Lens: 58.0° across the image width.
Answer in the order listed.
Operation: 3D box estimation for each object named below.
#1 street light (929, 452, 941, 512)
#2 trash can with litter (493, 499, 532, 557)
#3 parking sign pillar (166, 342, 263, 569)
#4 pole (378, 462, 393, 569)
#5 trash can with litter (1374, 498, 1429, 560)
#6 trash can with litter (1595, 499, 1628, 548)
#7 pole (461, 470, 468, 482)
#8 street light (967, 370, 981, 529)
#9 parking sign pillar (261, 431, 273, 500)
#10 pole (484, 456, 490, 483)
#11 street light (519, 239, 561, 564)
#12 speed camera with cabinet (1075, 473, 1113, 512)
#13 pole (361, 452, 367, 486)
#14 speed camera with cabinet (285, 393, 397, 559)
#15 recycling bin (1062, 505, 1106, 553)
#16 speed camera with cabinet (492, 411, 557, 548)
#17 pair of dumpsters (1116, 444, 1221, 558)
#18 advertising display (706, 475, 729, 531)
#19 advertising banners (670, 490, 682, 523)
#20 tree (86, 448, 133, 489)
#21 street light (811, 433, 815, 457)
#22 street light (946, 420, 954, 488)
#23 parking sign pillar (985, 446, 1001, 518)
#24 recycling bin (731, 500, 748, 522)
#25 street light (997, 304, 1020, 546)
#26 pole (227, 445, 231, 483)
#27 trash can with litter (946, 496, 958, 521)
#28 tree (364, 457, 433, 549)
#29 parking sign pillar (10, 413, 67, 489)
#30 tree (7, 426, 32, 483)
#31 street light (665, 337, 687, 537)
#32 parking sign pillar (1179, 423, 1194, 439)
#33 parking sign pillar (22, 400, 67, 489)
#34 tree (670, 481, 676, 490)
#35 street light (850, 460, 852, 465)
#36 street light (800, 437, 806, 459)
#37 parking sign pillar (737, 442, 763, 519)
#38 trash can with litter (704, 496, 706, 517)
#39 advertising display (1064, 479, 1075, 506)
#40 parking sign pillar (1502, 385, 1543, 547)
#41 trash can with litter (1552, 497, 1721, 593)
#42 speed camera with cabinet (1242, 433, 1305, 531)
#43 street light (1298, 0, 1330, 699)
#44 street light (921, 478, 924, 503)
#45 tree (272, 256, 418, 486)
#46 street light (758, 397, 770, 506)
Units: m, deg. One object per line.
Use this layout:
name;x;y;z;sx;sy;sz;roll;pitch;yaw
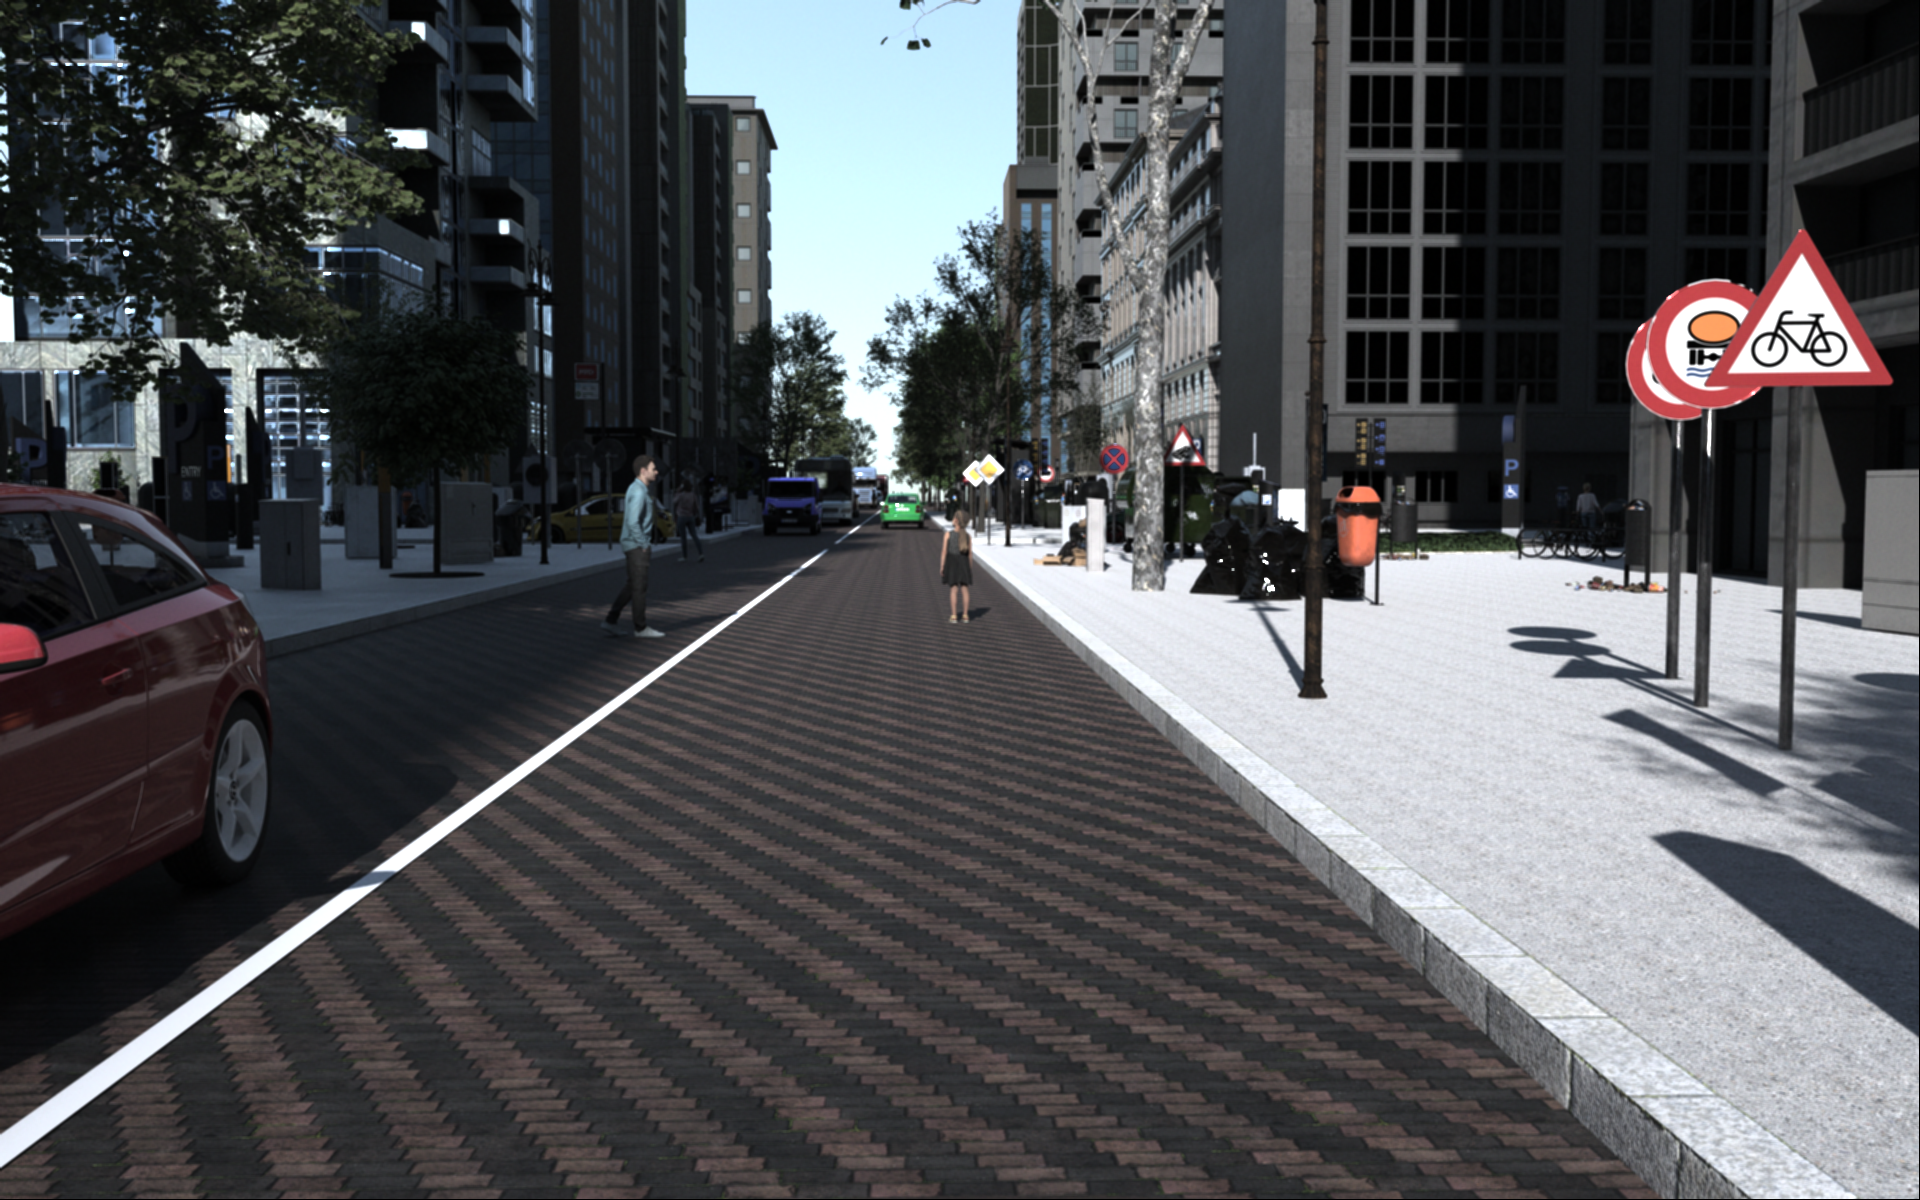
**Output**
street light;-2.004;-10.134;138.485;0.468;5.910;1.993;0;4;-2
trash can with litter;-9.308;-1.472;35.449;0.624;1.170;1.055;1;4;22
parking sign pillar;-13.356;-2.560;30.326;1.447;3.967;1.447;3;5;39
pole;-9.877;-2.193;29.704;0.158;3.312;0.155;0;3;0
trash can with litter;8.357;-1.417;34.224;2.233;1.210;1.678;0;4;-2
trash can with litter;15.629;-1.839;41.458;0.624;1.170;1.055;3;5;45
pole;-15.050;-3.594;52.607;0.158;3.312;0.155;0;3;0
street light;0.503;-5.496;62.643;0.468;5.910;1.993;0;4;-2
parking sign pillar;-21.895;-4.017;54.150;1.447;3.967;1.447;0;4;-7
pole;-13.721;-3.452;50.281;0.158;3.312;0.155;0;3;0
street light;-7.635;-3.599;31.631;0.468;5.910;1.993;0;4;-2
speed camera with cabinet;6.025;-5.123;78.102;2.038;3.252;0.660;3;5;41
pole;-21.720;-4.239;63.148;0.158;3.312;0.155;0;3;0
speed camera with cabinet;-12.242;-2.444;34.290;2.038;3.252;0.660;-1;4;-18
recycling bin;2.722;-1.555;37.975;0.722;1.027;0.722;-3;5;-40
speed camera with cabinet;-10.648;-2.860;41.089;2.038;3.252;0.660;0;4;1
pair of dumpsters;4.256;-2.028;35.658;1.574;2.255;4.437;0;4;-2
advertising display;-8.401;-3.345;59.911;0.123;1.923;0.974;3;4;38
advertising banners;-11.308;-4.470;69.275;2.074;3.025;0.090;2;4;35
tree;-34.537;-4.652;70.667;1.663;3.219;1.824;0;3;0
street light;-10.808;-9.475;127.697;0.468;5.910;1.993;0;4;-2
street light;-0.554;-7.438;94.403;0.468;5.910;1.993;0;4;-2
parking sign pillar;1.994;-6.405;93.186;1.447;3.967;1.447;-1;4;-11
recycling bin;-10.114;-4.105;79.676;0.722;1.027;0.722;-1;4;-20
street light;1.177;-4.253;42.328;0.468;5.910;1.993;0;4;-2
pole;-30.127;-4.743;71.391;0.158;3.312;0.155;0;3;0
trash can with litter;-0.139;-4.265;81.122;1.055;1.170;0.624;1;4;22
tree;-13.483;-2.834;40.945;1.663;3.219;1.824;0;3;0
parking sign pillar;-32.279;-4.395;60.329;1.447;3.967;1.447;2;4;30
tree;-22.901;-2.841;41.056;1.663;3.219;1.824;0;3;0
street light;-8.365;-4.800;51.268;0.468;5.910;1.993;0;4;-2
parking sign pillar;8.464;-4.679;64.975;1.447;3.967;1.447;-1;4;-22
parking sign pillar;-26.258;-3.785;50.352;1.447;3.967;1.447;-2;4;-24
tree;-18.927;-7.374;115.170;1.663;3.219;1.824;0;3;0
street light;-13.395;-14.594;211.391;0.468;5.910;1.993;0;4;-2
street light;-10.396;-8.663;114.435;0.468;5.910;1.993;0;4;-2
parking sign pillar;-10.659;-6.060;87.556;1.447;3.967;1.447;-2;4;-24
trash can with litter;-14.364;-5.135;95.348;1.055;1.170;0.624;2;4;32
advertising display;4.591;-4.124;72.644;0.123;1.923;0.974;-1;4;-15
parking sign pillar;13.582;-3.302;42.464;1.447;3.967;1.447;1;4;23
trash can with litter;8.997;-0.748;23.292;1.678;1.210;2.233;-1;4;-9
speed camera with cabinet;10.233;-3.790;56.298;2.038;3.252;0.660;0;4;2
street light;2.227;-2.323;10.762;0.468;5.910;1.993;0;4;-2
street light;-4.034;-14.018;201.987;0.468;5.910;1.993;0;4;-2
tree;-18.518;-6.274;52.945;4.737;8.622;4.395;0;3;0
street light;-9.336;-6.731;82.837;0.468;5.910;1.993;0;4;-2
